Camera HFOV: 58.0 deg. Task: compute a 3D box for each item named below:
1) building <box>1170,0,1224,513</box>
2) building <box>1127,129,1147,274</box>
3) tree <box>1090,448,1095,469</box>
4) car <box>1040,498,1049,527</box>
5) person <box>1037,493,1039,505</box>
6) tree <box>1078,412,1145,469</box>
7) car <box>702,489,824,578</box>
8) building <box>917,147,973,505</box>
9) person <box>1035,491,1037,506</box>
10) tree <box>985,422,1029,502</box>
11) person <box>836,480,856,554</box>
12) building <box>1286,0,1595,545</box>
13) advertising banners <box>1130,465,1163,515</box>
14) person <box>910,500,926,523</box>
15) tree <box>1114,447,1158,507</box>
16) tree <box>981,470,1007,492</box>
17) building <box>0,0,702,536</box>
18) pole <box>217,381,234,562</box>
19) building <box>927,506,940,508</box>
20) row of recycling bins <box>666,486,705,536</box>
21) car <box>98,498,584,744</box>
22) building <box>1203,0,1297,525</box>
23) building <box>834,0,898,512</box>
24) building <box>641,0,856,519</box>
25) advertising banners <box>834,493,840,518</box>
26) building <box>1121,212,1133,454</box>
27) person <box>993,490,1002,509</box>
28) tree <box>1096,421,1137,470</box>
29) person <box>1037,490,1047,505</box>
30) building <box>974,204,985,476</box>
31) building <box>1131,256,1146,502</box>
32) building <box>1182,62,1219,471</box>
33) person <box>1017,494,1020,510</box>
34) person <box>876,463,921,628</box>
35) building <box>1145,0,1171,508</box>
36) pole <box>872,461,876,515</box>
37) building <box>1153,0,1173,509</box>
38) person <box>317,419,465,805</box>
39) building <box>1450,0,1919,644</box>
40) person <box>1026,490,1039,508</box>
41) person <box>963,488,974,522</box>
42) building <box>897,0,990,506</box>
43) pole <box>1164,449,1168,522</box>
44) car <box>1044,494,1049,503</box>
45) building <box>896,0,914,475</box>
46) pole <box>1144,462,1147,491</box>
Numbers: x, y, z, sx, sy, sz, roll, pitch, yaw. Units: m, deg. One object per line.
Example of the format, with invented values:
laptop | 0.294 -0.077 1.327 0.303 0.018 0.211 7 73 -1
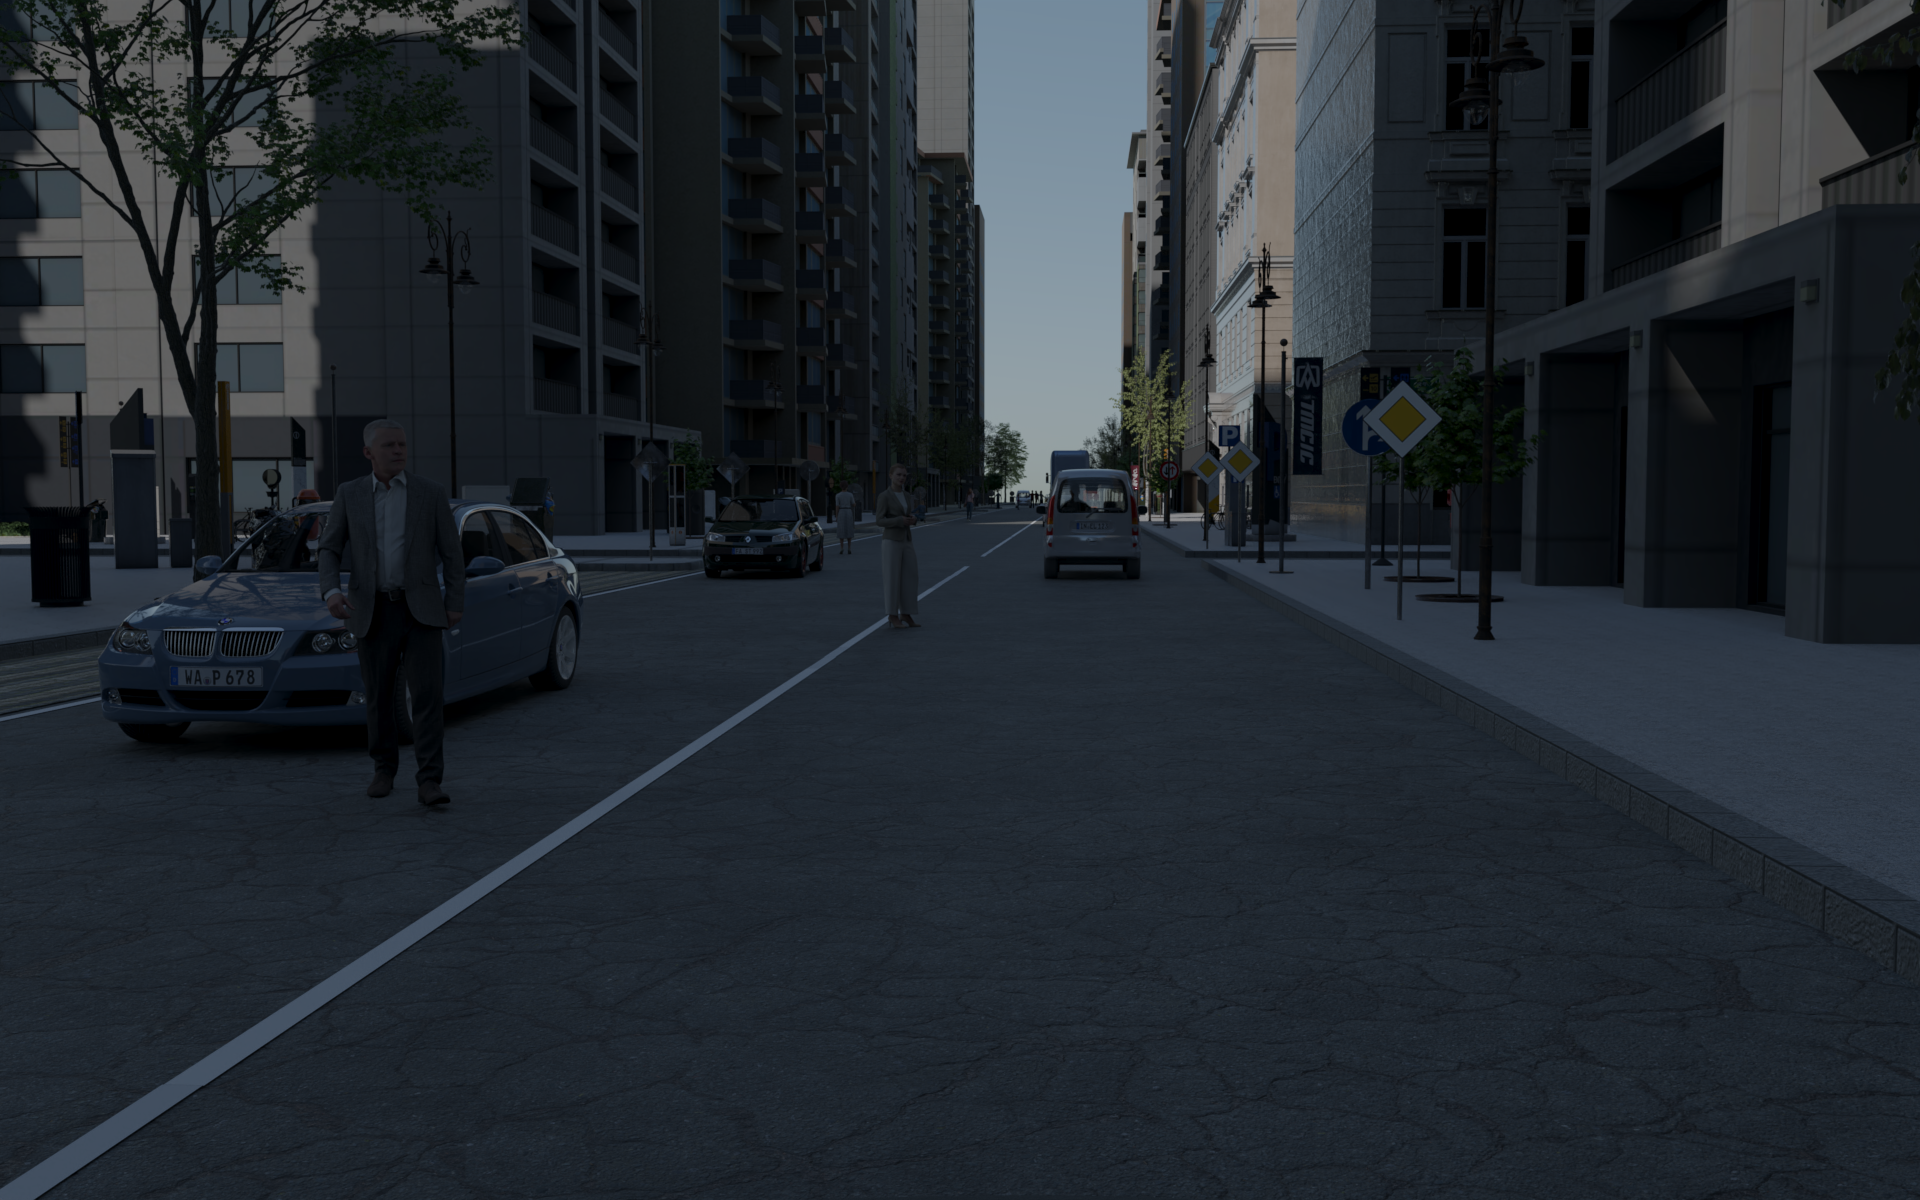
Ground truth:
building | 22.197 -28.907 122.732 14.600 45.320 14.200 0 4 4
building | 38.215 -40.096 244.813 28.713 52.752 27.495 0 4 4
tree | 16.118 -14.140 181.548 4.737 8.622 4.395 0 3 0
car | 4.585 -3.945 76.863 2.083 1.381 4.827 0 4 3
person | 10.081 -13.281 226.090 0.683 1.767 0.568 2 4 26
tree | 17.192 -16.123 198.022 8.767 10.594 7.601 0 4 5
car | -3.468 -1.294 30.938 2.009 1.686 4.222 0 4 2
building | -9.817 -34.436 217.649 22.147 44.769 28.867 0 4 4
person | 9.284 -12.408 211.001 0.705 1.869 1.348 0 4 8
tree | 7.277 -21.779 274.210 7.486 12.596 7.792 0 3 0
person | -2.732 -1.972 41.313 0.480 1.755 0.524 -1 4 -10
building | 32.134 -16.671 48.982 44.131 29.872 17.030 0 4 4
advertising banners | 11.389 -6.673 105.293 2.074 3.025 0.090 1 4 10
person | -2.053 -4.393 85.820 1.012 1.151 0.738 -2 4 -26
tree | 12.212 -8.318 119.713 4.285 4.588 4.351 0 3 0
tree | 4.431 -14.885 227.077 4.285 4.588 4.351 0 3 0
building | -20.602 -38.146 61.946 20.563 71.187 20.611 0 4 4
pole | -13.284 -2.293 31.338 0.158 3.312 0.155 0 3 0
building | -12.519 -44.620 167.783 20.563 71.187 20.611 0 4 4
row of recycling bins | -8.723 -2.944 55.255 1.069 1.692 3.534 -1 4 -16
car | -3.839 0.030 11.519 2.014 1.417 4.499 0 4 4
building | 18.834 -17.973 79.760 13.634 28.700 20.117 0 4 4
building | -12.136 -26.911 123.590 14.154 41.232 14.086 0 4 4
building | -17.670 -26.995 95.987 22.147 44.769 28.867 0 4 4
advertising banners | -6.518 -6.017 94.572 0.090 3.025 2.074 1 4 13
building | 31.876 -37.690 266.342 14.600 45.320 14.200 0 4 4
person | 3.618 -9.628 166.001 0.705 1.814 1.350 3 5 41
tree | 15.800 -13.491 170.947 4.360 8.622 3.978 0 3 0
person | 6.811 -8.227 143.797 0.721 1.735 1.217 -3 5 -40
building | -3.555 -37.337 260.573 14.600 45.320 14.200 0 4 4
building | 28.430 -26.843 210.580 14.160 30.474 14.107 0 4 4
building | 21.055 -18.894 102.432 14.314 27.812 24.014 0 4 4
person | 5.378 -8.926 157.663 0.599 1.433 0.991 0 4 -5
person | -0.642 -0.579 18.523 0.362 1.759 0.519 3 5 43
building | 29.064 -38.556 172.386 21.231 58.520 28.212 0 4 4
pole | -5.251 -6.842 105.712 0.158 3.312 0.155 0 3 0
building | 27.502 -29.953 144.359 22.147 44.769 28.867 0 4 4
person | -2.612 0.053 8.034 0.661 1.777 0.834 -2 4 -26
building | 17.870 -35.366 16.490 20.563 71.187 20.611 0 4 4
person | 7.278 -10.137 174.205 1.348 1.831 0.705 0 4 3
person | 0.480 -4.955 90.111 0.593 1.750 0.643 1 4 16
building | -6.247 -49.129 241.504 20.563 71.187 20.611 0 4 4
pole | 9.349 -5.178 78.510 0.158 3.312 0.155 0 3 0
car | 14.118 -16.049 272.616 2.015 1.641 3.980 0 4 2
building | -18.215 -33.971 144.666 28.713 52.752 27.495 0 4 4
pole | 11.921 -7.198 111.536 0.158 3.312 0.155 0 3 0
